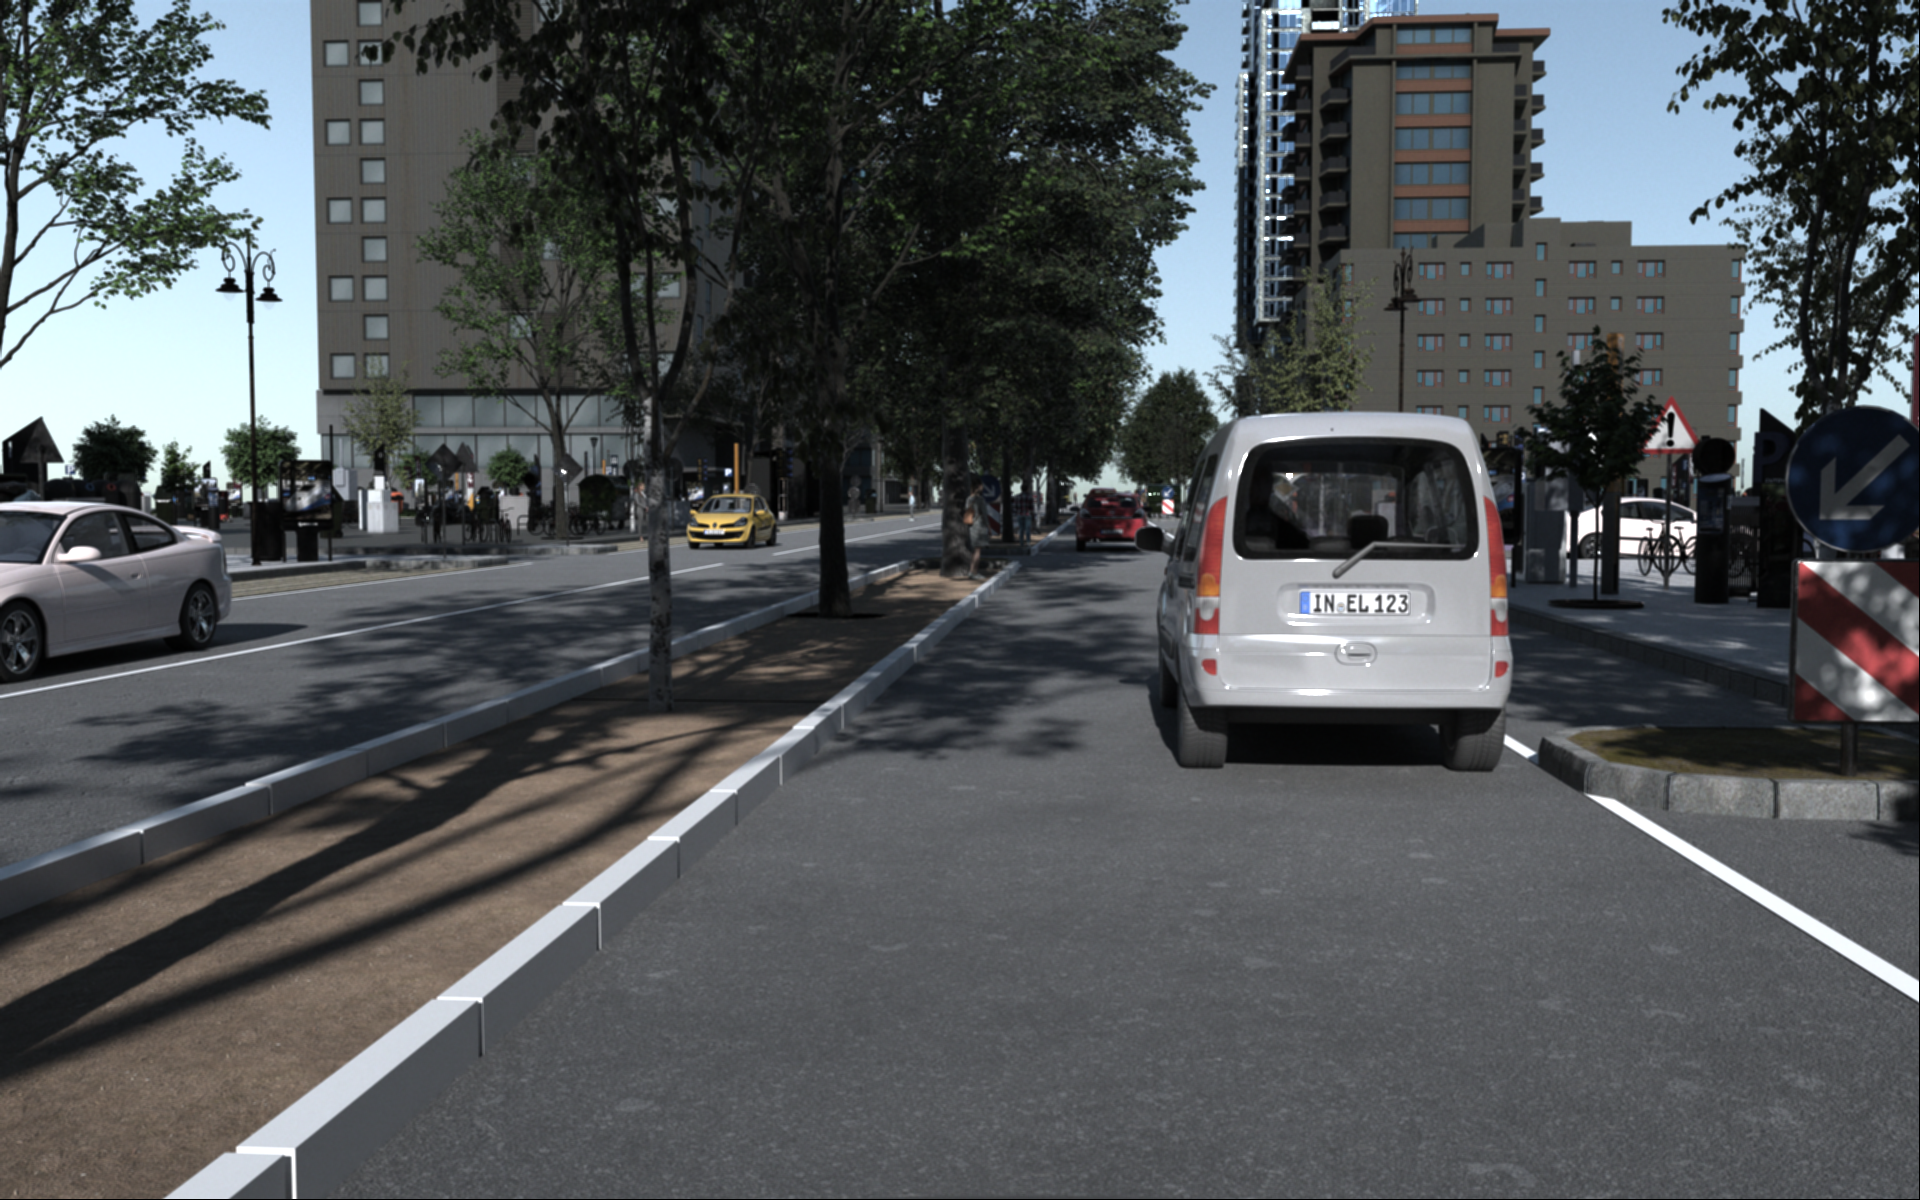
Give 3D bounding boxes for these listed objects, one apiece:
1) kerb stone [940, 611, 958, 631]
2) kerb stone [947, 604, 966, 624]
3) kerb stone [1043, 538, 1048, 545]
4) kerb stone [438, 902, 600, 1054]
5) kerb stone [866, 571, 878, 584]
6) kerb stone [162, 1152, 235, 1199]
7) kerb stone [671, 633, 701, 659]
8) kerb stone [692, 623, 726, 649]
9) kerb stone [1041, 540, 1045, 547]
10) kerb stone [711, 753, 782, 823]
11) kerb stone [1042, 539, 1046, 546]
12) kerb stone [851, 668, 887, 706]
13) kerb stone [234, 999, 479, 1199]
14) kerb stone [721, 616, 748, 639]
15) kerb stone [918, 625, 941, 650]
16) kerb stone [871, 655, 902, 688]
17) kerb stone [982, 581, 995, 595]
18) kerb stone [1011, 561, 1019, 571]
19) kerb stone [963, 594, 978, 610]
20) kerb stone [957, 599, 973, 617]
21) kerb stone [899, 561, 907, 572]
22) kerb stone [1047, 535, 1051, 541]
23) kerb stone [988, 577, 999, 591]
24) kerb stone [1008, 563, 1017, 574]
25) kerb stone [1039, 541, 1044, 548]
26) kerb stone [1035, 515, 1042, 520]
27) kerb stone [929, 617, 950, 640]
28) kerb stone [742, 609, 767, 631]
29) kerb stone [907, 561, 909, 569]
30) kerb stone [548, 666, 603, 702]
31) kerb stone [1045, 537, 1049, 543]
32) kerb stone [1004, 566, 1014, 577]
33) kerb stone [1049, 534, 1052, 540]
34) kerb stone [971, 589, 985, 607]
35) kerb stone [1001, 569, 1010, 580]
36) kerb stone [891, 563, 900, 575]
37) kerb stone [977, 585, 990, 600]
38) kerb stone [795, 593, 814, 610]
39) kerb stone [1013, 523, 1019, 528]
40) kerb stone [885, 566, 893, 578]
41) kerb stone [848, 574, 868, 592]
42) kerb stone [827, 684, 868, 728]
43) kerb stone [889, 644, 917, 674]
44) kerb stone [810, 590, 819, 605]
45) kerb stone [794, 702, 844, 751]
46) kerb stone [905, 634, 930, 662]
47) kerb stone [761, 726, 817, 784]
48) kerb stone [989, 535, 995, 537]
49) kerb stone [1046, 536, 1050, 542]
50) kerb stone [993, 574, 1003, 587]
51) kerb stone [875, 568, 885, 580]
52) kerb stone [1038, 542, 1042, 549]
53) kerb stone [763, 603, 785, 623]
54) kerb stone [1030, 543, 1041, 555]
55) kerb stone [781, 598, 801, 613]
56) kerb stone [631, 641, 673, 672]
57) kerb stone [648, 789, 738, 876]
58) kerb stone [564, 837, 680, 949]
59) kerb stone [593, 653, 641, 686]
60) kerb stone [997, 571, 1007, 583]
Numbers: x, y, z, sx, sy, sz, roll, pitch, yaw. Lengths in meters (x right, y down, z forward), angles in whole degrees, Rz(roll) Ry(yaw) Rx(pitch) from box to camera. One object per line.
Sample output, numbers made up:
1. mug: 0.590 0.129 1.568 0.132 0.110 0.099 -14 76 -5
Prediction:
1. kerb stone: -0.151 0.249 18.210 0.120 0.150 1.000 0 4 5
2. kerb stone: -0.066 0.181 19.236 0.120 0.150 1.000 0 4 5
3. kerb stone: 2.255 -1.541 47.398 0.120 0.150 1.000 0 4 5
4. kerb stone: -1.237 1.060 4.926 0.120 0.150 1.000 0 4 5
5. kerb stone: -1.480 -0.332 27.616 0.120 0.150 1.000 0 4 5
6. kerb stone: -1.413 1.182 2.876 0.120 0.150 1.000 0 4 5
7. kerb stone: -2.490 0.428 15.340 0.120 0.150 1.000 0 4 5
8. kerb stone: -2.399 0.357 16.362 0.120 0.150 1.000 0 4 5
9. kerb stone: 2.083 -1.416 45.351 0.120 0.150 1.000 0 4 5
10. kerb stone: -0.985 0.868 8.003 0.120 0.150 1.000 0 4 5
11. kerb stone: 2.169 -1.479 46.379 0.120 0.150 1.000 0 4 5
12. kerb stone: -0.649 0.619 12.083 0.120 0.150 1.000 0 4 5
13. kerb stone: -1.322 1.119 3.900 0.120 0.150 1.000 0 4 5
14. kerb stone: -2.320 0.295 17.387 0.120 0.150 1.000 0 4 5
15. kerb stone: -0.312 0.371 16.164 0.120 0.150 1.000 0 4 5
16. kerb stone: -0.572 0.556 13.102 0.120 0.150 1.000 0 4 5
17. kerb stone: 0.360 -0.133 24.373 0.120 0.150 1.000 0 4 5
18. kerb stone: 0.953 -0.571 31.524 0.120 0.150 1.000 0 4 5
19. kerb stone: 0.100 0.056 21.277 0.120 0.150 1.000 0 4 5
20. kerb stone: 0.027 0.119 20.254 0.120 0.150 1.000 0 4 5
21. kerb stone: -1.141 -0.580 31.695 0.120 0.150 1.000 0 4 5
22. kerb stone: 2.507 -1.729 50.467 0.120 0.150 1.000 0 4 5
23. kerb stone: 0.448 -0.195 25.391 0.120 0.150 1.000 0 4 5
24. kerb stone: 0.869 -0.508 30.505 0.120 0.150 1.000 0 4 5
25. kerb stone: 2.001 -1.353 44.333 0.120 0.150 1.000 0 4 5
26. kerb stone: 4.617 -4.858 101.706 0.120 0.150 1.000 0 4 5
27. kerb stone: -0.230 0.307 17.183 0.120 0.150 1.000 0 4 5
28. kerb stone: -2.231 0.231 18.412 0.120 0.150 1.000 0 4 5
29. kerb stone: -1.057 -0.643 32.714 0.120 0.150 1.000 0 4 5
30. kerb stone: -2.747 0.607 12.268 0.120 0.150 1.000 0 4 5
31. kerb stone: 2.345 -1.604 48.426 0.120 0.150 1.000 0 4 5
32. kerb stone: 0.784 -0.445 29.486 0.120 0.150 1.000 0 4 5
33. kerb stone: 2.595 -1.791 51.487 0.120 0.150 1.000 0 4 5
34. kerb stone: 0.198 -0.007 22.310 0.120 0.150 1.000 0 4 5
35. kerb stone: 0.693 -0.379 28.462 0.120 0.150 1.000 0 4 5
36. kerb stone: -1.228 -0.516 30.676 0.120 0.150 1.000 0 4 5
37. kerb stone: 0.275 -0.070 23.344 0.120 0.150 1.000 0 4 5
38. kerb stone: -1.989 0.044 21.482 0.120 0.150 1.000 0 4 5
39. kerb stone: 2.510 -3.291 76.158 0.120 0.150 1.000 0 4 5
40. kerb stone: -1.312 -0.456 29.657 0.120 0.150 1.000 0 4 5
41. kerb stone: -1.573 -0.269 26.598 0.120 0.150 1.000 0 4 5
42. kerb stone: -0.732 0.681 11.064 0.120 0.150 1.000 0 4 5
43. kerb stone: -0.487 0.495 14.121 0.120 0.150 1.000 0 4 5
44. kerb stone: -1.898 -0.019 22.500 0.120 0.150 1.000 0 4 5
45. kerb stone: -0.820 0.743 10.045 0.120 0.150 1.000 0 4 5
46. kerb stone: -0.392 0.434 15.144 0.120 0.150 1.000 0 4 5
47. kerb stone: -0.898 0.810 9.022 0.120 0.150 1.000 0 4 5
48. kerb stone: 1.168 -2.295 59.808 0.120 0.150 1.000 0 4 5
49. kerb stone: 2.427 -1.667 49.449 0.120 0.150 1.000 0 4 5
50. kerb stone: 0.524 -0.254 26.411 0.120 0.150 1.000 0 4 5
51. kerb stone: -1.398 -0.394 28.639 0.120 0.150 1.000 0 4 5
52. kerb stone: 1.921 -1.292 43.314 0.120 0.150 1.000 0 4 5
53. kerb stone: -2.149 0.171 19.437 0.120 0.150 1.000 0 4 5
54. kerb stone: 1.834 -1.229 42.296 0.120 0.150 1.000 0 4 5
55. kerb stone: -2.060 0.106 20.455 0.120 0.150 1.000 0 4 5
56. kerb stone: -2.575 0.482 14.319 0.120 0.150 1.000 0 4 5
57. kerb stone: -1.068 0.931 6.976 0.120 0.150 1.000 0 4 5
58. kerb stone: -1.151 0.997 5.950 0.120 0.150 1.000 0 4 5
59. kerb stone: -2.660 0.545 13.286 0.120 0.150 1.000 0 4 5
60. kerb stone: 0.611 -0.321 27.436 0.120 0.150 1.000 0 4 5
